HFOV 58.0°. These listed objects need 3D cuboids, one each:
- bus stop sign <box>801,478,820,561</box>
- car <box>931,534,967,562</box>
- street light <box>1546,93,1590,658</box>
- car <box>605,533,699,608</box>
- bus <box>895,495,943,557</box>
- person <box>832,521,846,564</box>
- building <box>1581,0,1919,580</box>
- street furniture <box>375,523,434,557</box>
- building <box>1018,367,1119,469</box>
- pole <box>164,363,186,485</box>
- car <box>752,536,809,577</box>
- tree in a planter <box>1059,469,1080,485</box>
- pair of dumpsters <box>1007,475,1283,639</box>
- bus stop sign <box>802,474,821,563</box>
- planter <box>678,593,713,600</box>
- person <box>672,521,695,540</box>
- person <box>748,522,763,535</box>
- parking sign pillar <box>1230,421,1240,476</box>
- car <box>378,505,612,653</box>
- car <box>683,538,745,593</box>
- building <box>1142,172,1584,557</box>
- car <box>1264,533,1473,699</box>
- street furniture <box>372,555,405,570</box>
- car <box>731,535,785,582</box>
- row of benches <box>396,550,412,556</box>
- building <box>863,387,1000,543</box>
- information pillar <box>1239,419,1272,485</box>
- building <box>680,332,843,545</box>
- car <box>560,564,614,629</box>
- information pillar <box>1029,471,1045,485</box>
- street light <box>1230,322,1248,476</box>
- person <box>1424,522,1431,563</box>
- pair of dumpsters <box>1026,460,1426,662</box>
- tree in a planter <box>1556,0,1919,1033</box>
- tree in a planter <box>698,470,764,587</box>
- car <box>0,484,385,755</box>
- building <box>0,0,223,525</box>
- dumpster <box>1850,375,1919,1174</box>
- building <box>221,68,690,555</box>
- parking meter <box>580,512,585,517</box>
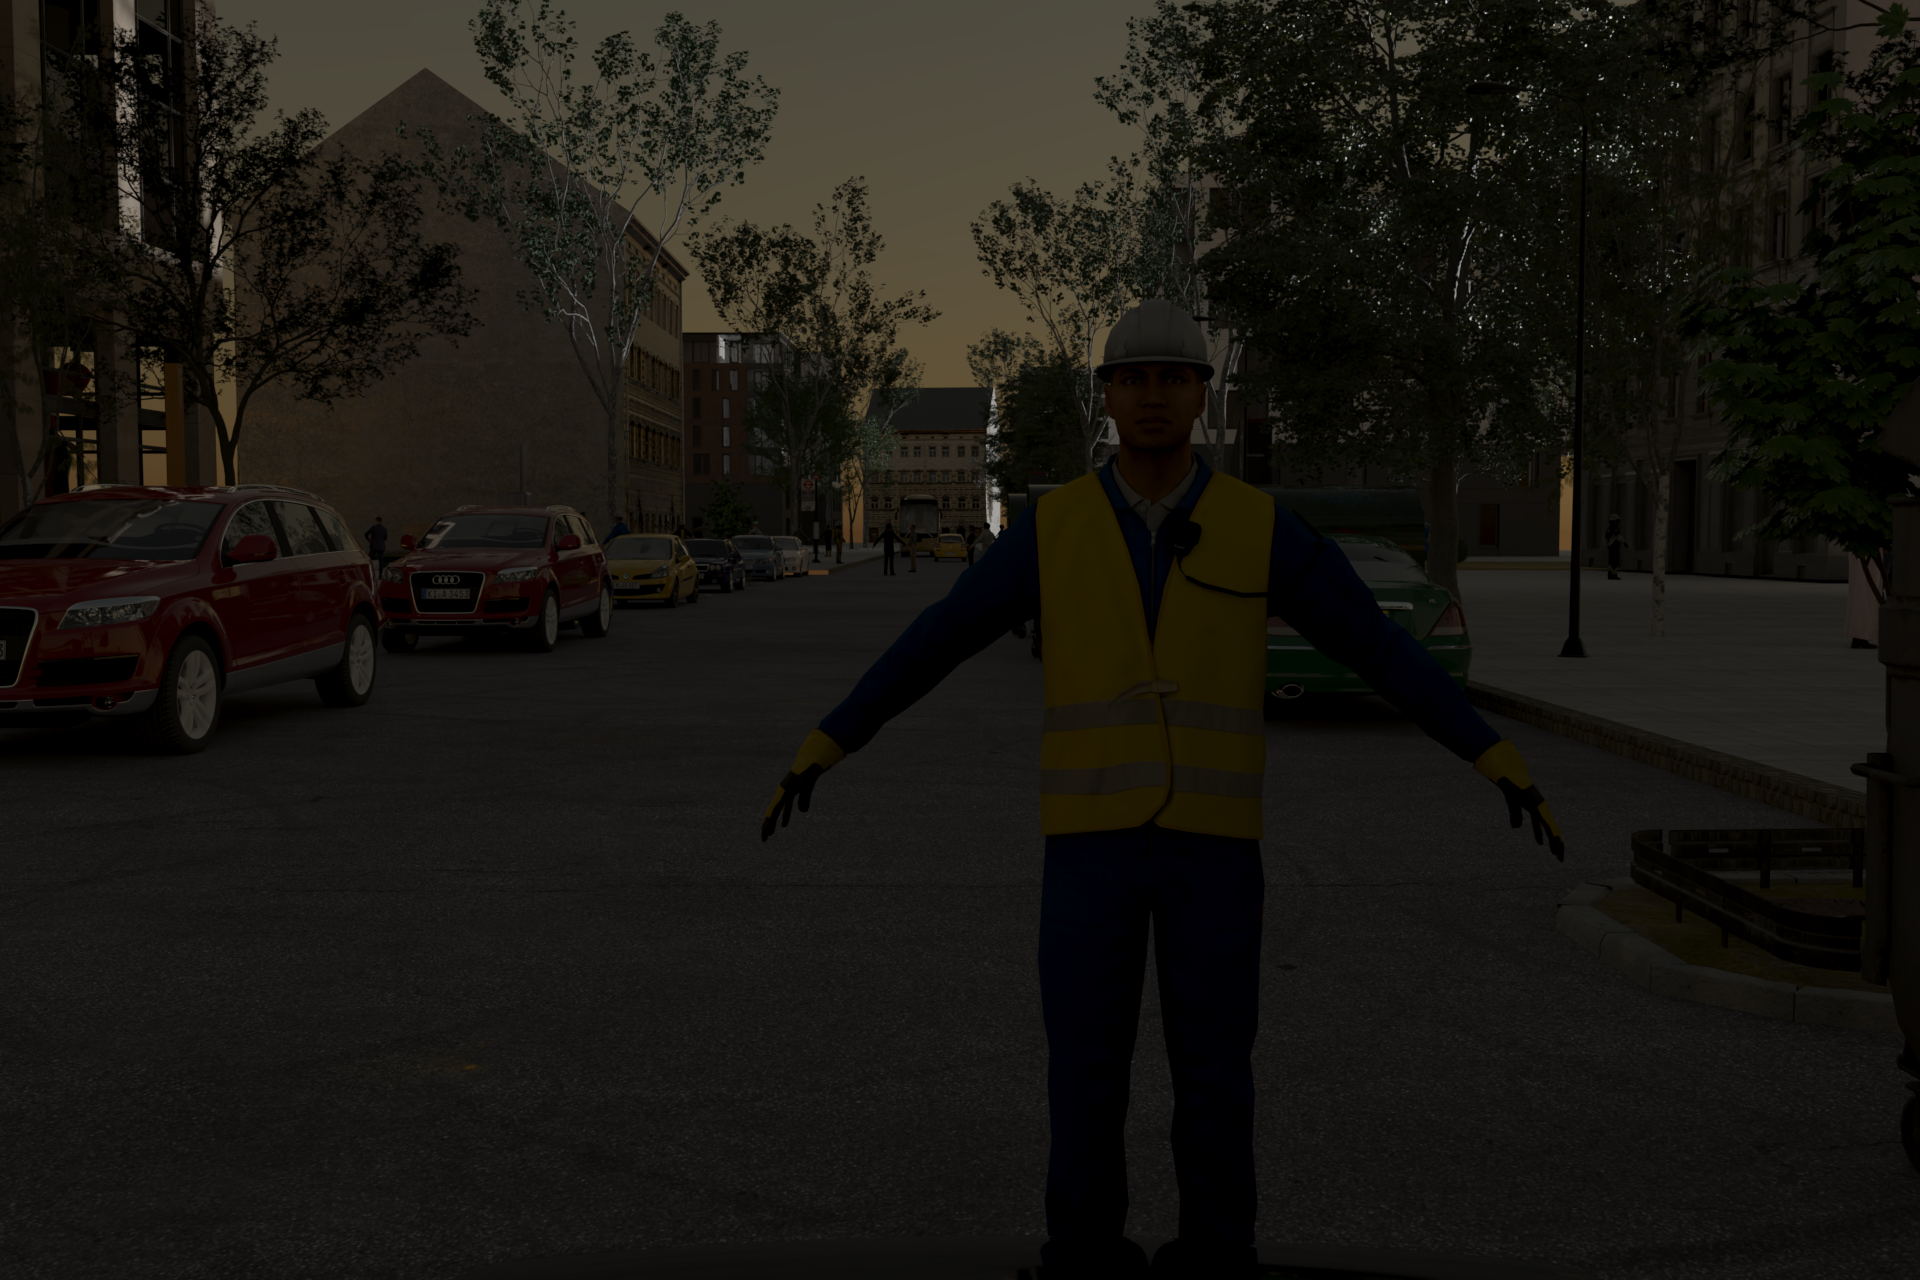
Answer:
[{"bbox_3d":[-6.978,-5.646,81.014,0.855,3.939,0.416,0,4,0],"label":"bus stop sign"},{"bbox_3d":[-0.510,-4.914,90.562,2.015,1.641,3.980,0,4,-1],"label":"car"},{"bbox_3d":[6.961,-2.776,17.933,1.470,5.913,1.316,0,4,0],"label":"street light"},{"bbox_3d":[-6.326,-1.498,34.721,2.015,1.641,3.980,0,4,0],"label":"car"},{"bbox_3d":[-2.532,-7.340,111.562,2.896,3.916,12.252,0,4,0],"label":"bus"},{"bbox_3d":[-5.189,-4.216,74.707,0.705,1.858,1.354,-1,4,-17],"label":"person"},{"bbox_3d":[26.993,-12.521,52.942,9.793,21.092,18.267,0,4,0],"label":"building"},{"bbox_3d":[-22.514,-4.193,75.403,11.010,1.723,9.812,-3,4,-37],"label":"street furniture"},{"bbox_3d":[21.517,-23.514,228.421,27.936,21.610,32.646,0,4,0],"label":"building"},{"bbox_3d":[-9.407,-1.650,20.814,0.158,3.312,0.155,0,3,0],"label":"pole"},{"bbox_3d":[-6.180,-2.847,58.913,2.083,1.381,4.827,0,4,0],"label":"car"},{"bbox_3d":[3.194,-3.050,47.088,1.991,3.239,1.994,0,4,-1],"label":"tree in a planter"},{"bbox_3d":[2.834,-1.178,24.215,4.436,2.255,1.574,0,4,-1],"label":"pair of dumpsters"},{"bbox_3d":[-6.601,-5.404,77.052,0.855,3.939,0.416,0,4,0],"label":"bus stop sign"},{"bbox_3d":[-6.550,-1.057,38.429,1.991,0.319,1.994,0,3,0],"label":"planter"},{"bbox_3d":[-12.048,-4.236,75.044,1.354,1.856,0.705,-1,4,-15],"label":"person"},{"bbox_3d":[-8.934,-4.285,75.911,1.347,1.847,0.705,3,4,36],"label":"person"},{"bbox_3d":[6.822,-3.265,41.858,1.447,3.967,1.447,0,4,0],"label":"parking sign pillar"},{"bbox_3d":[-5.945,-0.854,22.633,2.281,1.827,5.304,0,4,0],"label":"car"},{"bbox_3d":[-6.411,-1.881,43.342,1.945,1.354,3.894,0,3,0],"label":"car"},{"bbox_3d":[25.641,-16.534,114.308,27.936,21.610,32.646,0,3,0],"label":"building"},{"bbox_3d":[2.860,-0.178,14.703,2.131,1.459,4.920,0,4,-1],"label":"car"},{"bbox_3d":[-19.531,-2.924,63.434,10.072,0.657,5.734,-1,4,-8],"label":"street furniture"},{"bbox_3d":[-6.431,-2.545,53.616,2.014,1.417,4.499,0,4,0],"label":"car"},{"bbox_3d":[-20.078,-3.232,68.308,4.104,0.672,1.422,-1,4,-15],"label":"row of benches"},{"bbox_3d":[-3.927,-25.961,257.847,18.063,23.208,19.493,0,4,7],"label":"building"},{"bbox_3d":[6.680,-3.048,39.205,0.750,3.857,0.750,0,3,0],"label":"information pillar"},{"bbox_3d":[-28.278,-21.273,191.787,27.936,21.610,32.646,0,4,1],"label":"building"},{"bbox_3d":[-6.599,-1.077,27.204,1.945,1.707,3.694,0,4,0],"label":"car"},{"bbox_3d":[3.208,-5.044,71.852,0.750,3.857,0.750,0,3,0],"label":"information pillar"},{"bbox_3d":[6.640,-3.943,37.006,1.470,5.913,1.316,0,4,0],"label":"street light"},{"bbox_3d":[21.019,-4.405,78.145,0.704,1.817,1.347,0,4,2],"label":"person"},{"bbox_3d":[2.931,-0.903,19.718,4.436,2.255,1.574,0,4,-1],"label":"pair of dumpsters"},{"bbox_3d":[3.154,-0.525,5.801,1.991,3.239,1.994,0,3,0],"label":"tree in a planter"},{"bbox_3d":[-6.498,-3.111,48.088,1.991,3.239,1.994,0,4,0],"label":"tree in a planter"},{"bbox_3d":[-5.974,-0.259,12.911,2.281,1.827,5.304,0,4,0],"label":"car"},{"bbox_3d":[-30.718,-15.984,27.557,22.709,31.103,35.509,0,4,1],"label":"building"},{"bbox_3d":[2.884,0.299,3.327,1.865,1.857,1.264,0,4,-1],"label":"dumpster"},{"bbox_3d":[-25.255,-15.921,91.240,19.493,23.208,18.063,0,4,-1],"label":"building"},{"bbox_3d":[-10.039,-2.431,45.463,0.399,1.863,0.255,0,4,1],"label":"parking meter"}]
